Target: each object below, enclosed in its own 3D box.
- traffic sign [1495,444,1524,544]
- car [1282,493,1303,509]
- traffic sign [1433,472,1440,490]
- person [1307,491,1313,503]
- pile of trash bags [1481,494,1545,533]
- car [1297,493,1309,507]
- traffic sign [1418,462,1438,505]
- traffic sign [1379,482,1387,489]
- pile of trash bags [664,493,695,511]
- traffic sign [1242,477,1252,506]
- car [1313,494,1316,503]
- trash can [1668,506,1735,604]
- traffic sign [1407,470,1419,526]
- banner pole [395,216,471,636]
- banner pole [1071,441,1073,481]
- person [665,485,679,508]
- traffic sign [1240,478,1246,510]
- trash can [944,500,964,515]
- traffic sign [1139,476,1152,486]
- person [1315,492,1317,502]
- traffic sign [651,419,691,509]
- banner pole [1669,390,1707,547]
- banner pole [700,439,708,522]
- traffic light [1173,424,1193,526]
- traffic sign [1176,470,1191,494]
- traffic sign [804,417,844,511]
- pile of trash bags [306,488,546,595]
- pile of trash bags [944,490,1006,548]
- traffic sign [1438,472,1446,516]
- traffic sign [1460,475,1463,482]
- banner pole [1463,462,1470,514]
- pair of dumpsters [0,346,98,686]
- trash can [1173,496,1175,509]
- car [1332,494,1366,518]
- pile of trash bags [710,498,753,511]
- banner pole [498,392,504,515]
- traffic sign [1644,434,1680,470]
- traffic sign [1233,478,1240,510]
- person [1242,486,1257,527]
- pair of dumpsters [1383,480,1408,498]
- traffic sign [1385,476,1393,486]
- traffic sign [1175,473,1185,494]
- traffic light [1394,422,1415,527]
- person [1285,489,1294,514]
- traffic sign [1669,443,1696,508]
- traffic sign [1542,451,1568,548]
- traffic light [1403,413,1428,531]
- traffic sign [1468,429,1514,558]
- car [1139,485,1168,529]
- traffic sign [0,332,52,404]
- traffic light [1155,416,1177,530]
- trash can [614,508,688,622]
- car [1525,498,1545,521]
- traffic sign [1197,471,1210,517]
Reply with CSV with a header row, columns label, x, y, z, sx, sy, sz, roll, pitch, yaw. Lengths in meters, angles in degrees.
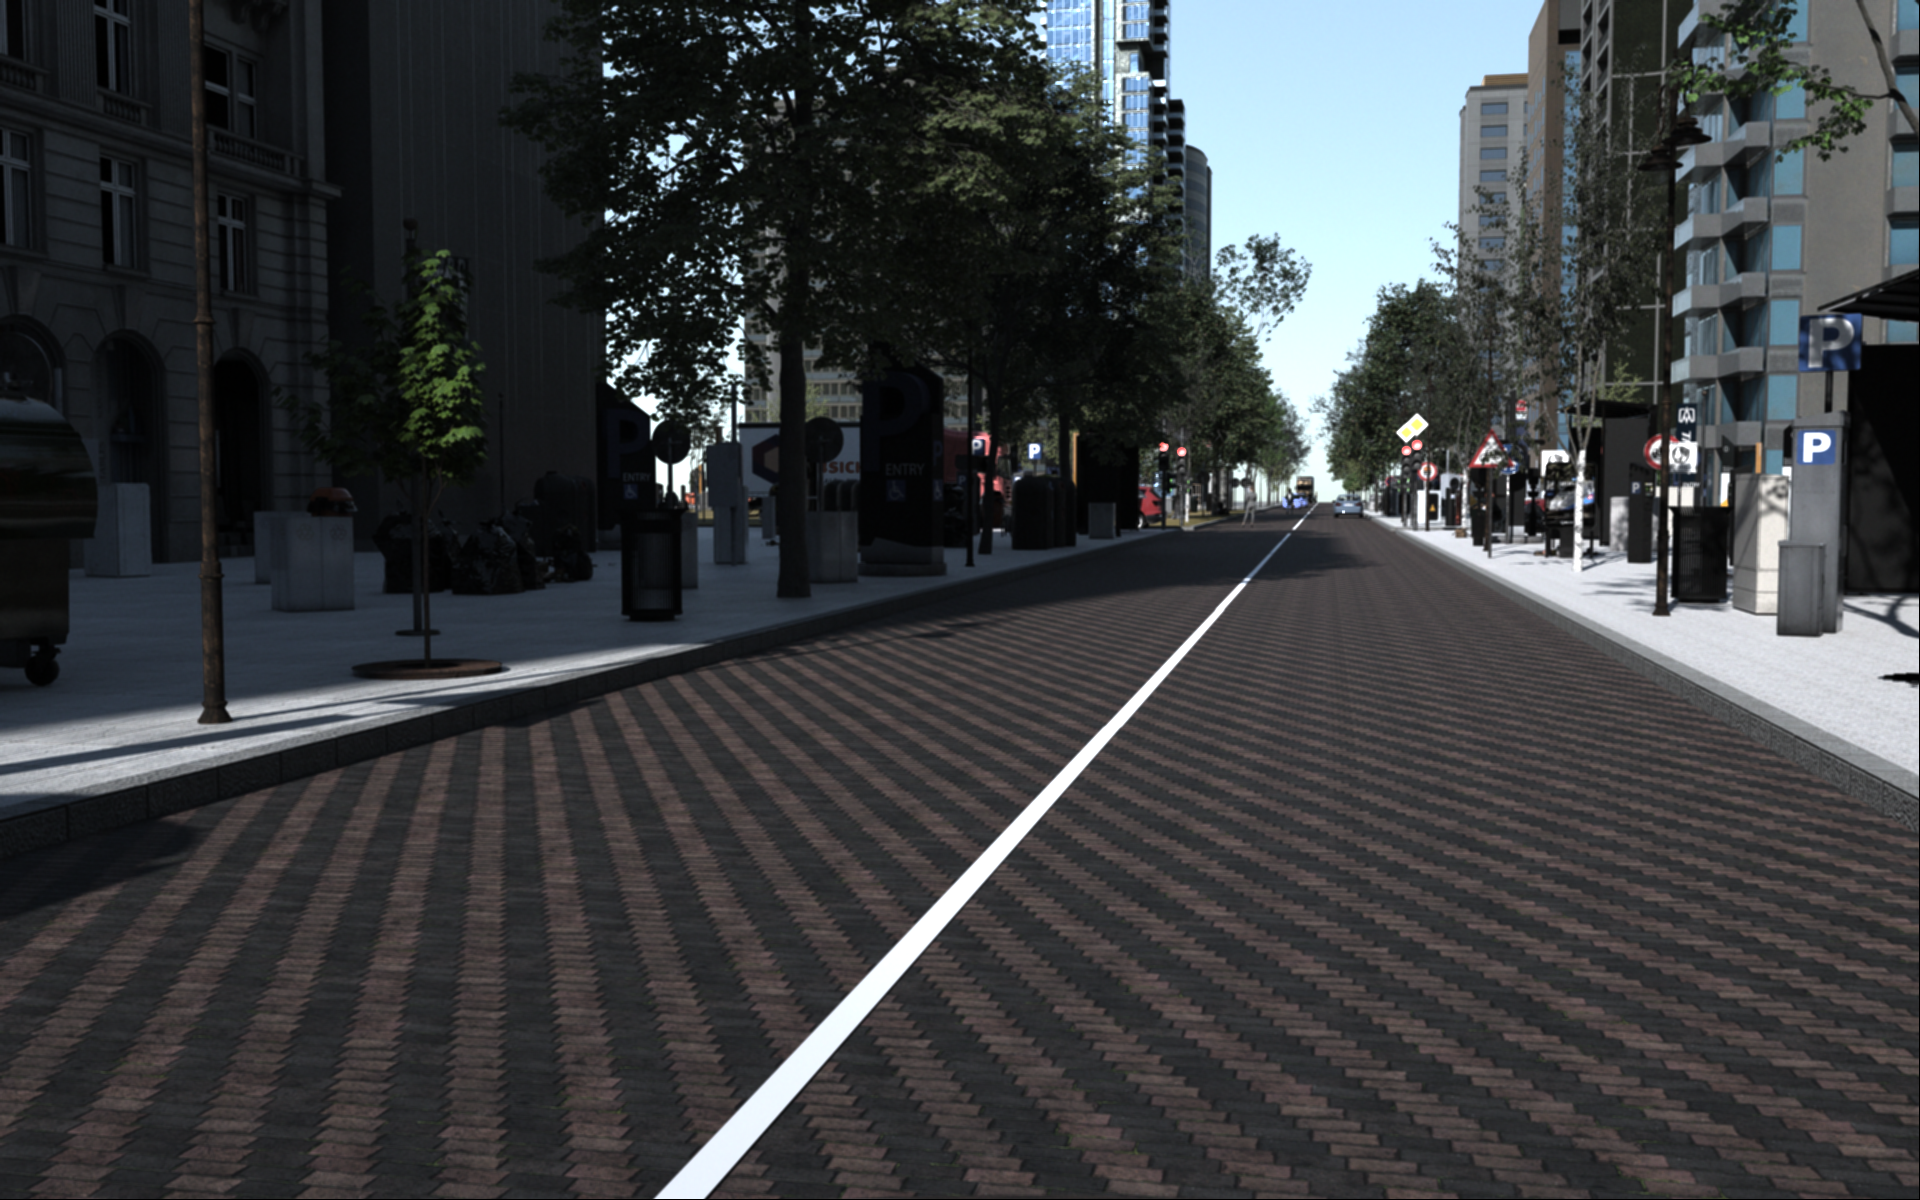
label,x,y,z,sx,sy,sz,roll,pitch,yaw
traffic sign,13.956,-2.692,44.116,0.768,2.556,0.104,1,4,16
car,31.454,-9.444,163.994,1.945,1.707,3.694,1,4,11
traffic sign,27.537,-6.135,100.421,0.768,2.556,0.104,1,4,12
person,53.280,-15.649,263.999,1.348,1.869,0.705,-1,4,-13
pile of trash bags,18.257,-2.959,58.128,1.912,1.369,3.447,0,4,-8
car,36.762,-10.874,187.375,1.945,1.707,3.694,1,4,11
traffic sign,18.364,-4.158,68.088,0.768,2.556,0.104,1,4,16
traffic sign,34.016,-8.389,139.291,0.606,2.300,0.079,1,4,21
pile of trash bags,-23.309,-7.963,139.947,3.447,1.369,1.912,1,4,10
traffic sign,21.817,-8.052,131.752,0.768,2.556,0.104,1,4,21
car,58.469,-17.024,288.570,2.015,1.641,3.980,1,4,14
trash can,8.710,-0.534,20.393,0.748,1.137,0.748,0,3,0
traffic sign,17.924,-4.192,68.645,0.768,2.556,0.104,1,4,18
banner pole,-4.818,-1.584,15.910,0.401,3.779,0.863,3,4,37
banner pole,5.463,-5.602,81.608,0.863,3.779,0.401,3,4,36
person,-12.063,-3.875,71.834,0.794,1.824,0.713,-2,4,-27
traffic sign,22.363,-8.310,135.974,0.768,2.556,0.104,1,4,21
trash can,-0.241,-2.015,44.592,0.748,1.137,0.748,0,3,0
traffic sign,10.443,-6.007,98.219,0.884,2.594,0.081,1,4,21
person,61.194,-17.682,297.611,0.705,1.823,1.348,0,4,2
traffic sign,-4.922,-1.794,29.443,0.768,2.556,0.104,1,4,21
banner pole,17.755,-3.178,41.980,0.863,3.779,0.401,1,4,10
banner pole,-11.597,-5.464,79.356,0.401,3.779,0.863,2,4,32
traffic light,8.976,-4.950,69.858,0.839,4.253,0.868,1,4,12
traffic sign,9.401,-4.334,72.988,0.606,2.300,0.079,1,4,12
traffic sign,-2.289,-1.737,28.510,0.768,2.556,0.104,1,4,16
pile of trash bags,-7.241,-0.821,23.180,3.447,1.369,1.912,1,4,18
pile of trash bags,-0.401,-1.973,42.014,3.447,1.369,1.912,-2,4,-33
traffic sign,27.855,-6.081,99.536,0.768,2.556,0.104,1,4,19
traffic sign,31.232,-6.603,108.065,0.768,2.556,0.104,1,4,18
banner pole,32.919,-7.519,112.956,0.401,3.779,0.863,-3,4,-39
pair of dumpsters,-6.947,-0.437,9.633,1.574,2.255,4.437,1,4,12
trash can,15.528,-6.832,123.357,0.748,1.137,0.748,0,3,0
car,23.621,-5.702,105.232,2.014,1.417,4.499,1,4,13
pile of trash bags,-17.872,-7.674,135.219,3.447,1.369,1.912,0,4,5
banner pole,-11.243,-3.212,42.537,0.401,3.779,0.863,-1,4,-15
traffic sign,14.830,-2.231,36.579,0.768,2.556,0.104,1,4,18
traffic sign,21.754,-8.370,136.948,0.768,2.556,0.104,1,4,20
person,12.537,-4.051,75.014,0.520,1.790,0.573,-2,4,-28
pair of dumpsters,29.282,-6.959,116.280,1.574,2.255,4.437,1,4,12
traffic sign,30.343,-7.456,122.004,0.768,2.556,0.104,1,4,15
traffic sign,10.544,-4.931,82.757,0.606,2.300,0.079,1,4,20
traffic light,17.503,-4.842,68.080,0.839,4.253,0.868,1,4,12
person,23.304,-6.950,122.113,0.794,1.824,0.713,3,4,36
traffic sign,14.250,-1.968,34.314,0.606,2.300,0.079,1,4,13
traffic sign,13.994,-2.364,40.780,0.606,2.300,0.079,1,4,21
traffic light,15.852,-4.364,60.266,0.839,4.253,0.868,1,4,12
traffic sign,10.593,-2.113,34.556,0.884,2.594,0.081,1,4,21
car,5.346,-3.562,66.914,5.304,1.827,2.281,1,4,13
traffic sign,-7.488,-0.830,13.669,0.768,2.556,0.104,1,4,16
traffic light,7.325,-4.472,62.045,0.839,4.253,0.868,1,4,12
trash can,-3.133,-0.363,17.588,0.748,1.137,0.748,0,3,0
car,22.606,-3.331,63.128,5.304,1.827,2.281,1,4,10
traffic sign,13.494,-5.869,96.058,0.768,2.556,0.104,1,4,20
